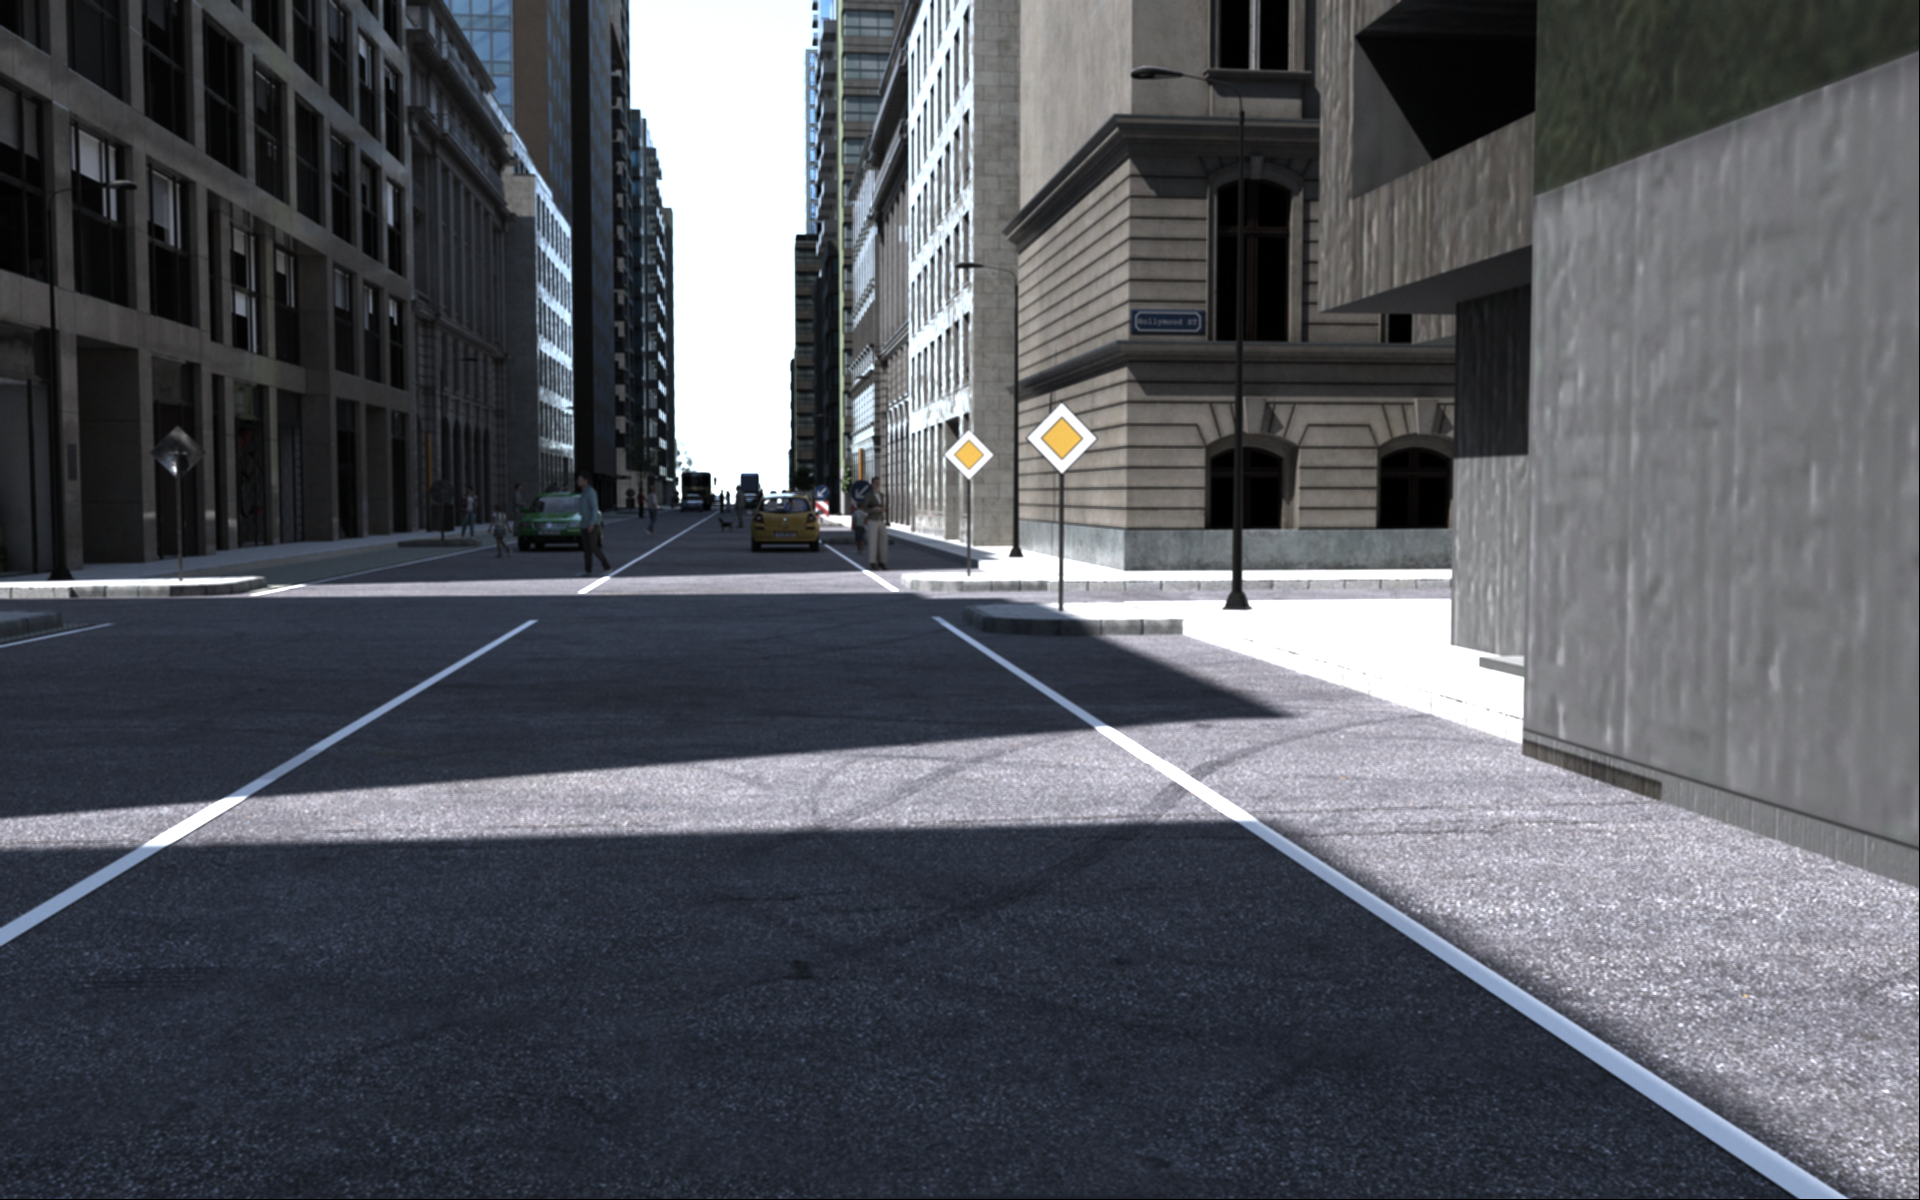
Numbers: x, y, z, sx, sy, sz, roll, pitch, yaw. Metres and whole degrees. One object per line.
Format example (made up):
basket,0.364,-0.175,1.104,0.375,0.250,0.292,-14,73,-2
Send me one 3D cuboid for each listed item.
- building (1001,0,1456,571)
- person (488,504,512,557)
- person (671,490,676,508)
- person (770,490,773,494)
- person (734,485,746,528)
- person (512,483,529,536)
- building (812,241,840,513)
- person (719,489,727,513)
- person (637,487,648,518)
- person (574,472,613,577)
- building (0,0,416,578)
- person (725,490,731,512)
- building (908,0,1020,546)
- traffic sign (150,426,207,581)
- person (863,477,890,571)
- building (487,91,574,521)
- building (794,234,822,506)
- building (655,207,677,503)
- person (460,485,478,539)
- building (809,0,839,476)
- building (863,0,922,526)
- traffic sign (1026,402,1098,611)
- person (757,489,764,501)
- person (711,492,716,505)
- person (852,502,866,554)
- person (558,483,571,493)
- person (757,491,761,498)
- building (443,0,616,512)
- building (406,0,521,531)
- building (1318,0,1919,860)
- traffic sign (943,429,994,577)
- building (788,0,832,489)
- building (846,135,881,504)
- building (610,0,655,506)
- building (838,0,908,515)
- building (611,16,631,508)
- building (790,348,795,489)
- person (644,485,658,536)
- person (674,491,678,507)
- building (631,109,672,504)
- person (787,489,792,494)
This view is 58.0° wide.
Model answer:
building,18.904,-13.215,35.147,34.723,24.649,14.460,0,4,-7
person,-10.430,-1.573,39.230,0.382,1.210,0.505,3,5,40
person,-28.919,-10.195,175.053,0.599,1.838,0.709,0,4,5
person,-19.163,-10.345,177.506,0.599,1.838,0.709,2,4,27
person,-9.438,-4.011,74.180,0.391,1.810,0.635,1,4,17
person,-14.806,-3.038,58.369,0.583,1.804,0.606,-1,4,-18
building,2.957,-17.694,134.344,27.650,21.520,28.899,0,4,-7
person,-18.288,-7.628,133.350,0.705,1.807,1.348,1,4,13
person,-18.893,-5.771,102.794,0.705,1.831,1.348,1,4,15
person,-6.357,-1.315,30.014,0.620,1.820,0.660,-2,4,-32
building,-25.887,-14.391,39.811,19.350,26.468,34.151,0,4,-7
person,-18.578,-7.917,138.614,0.621,1.740,0.551,-3,4,-36
building,4.454,-11.980,50.618,10.420,20.320,16.860,0,4,-7
traffic sign,-11.475,-1.334,25.453,0.795,2.450,0.064,0,4,-7
person,-1.552,-1.429,32.420,0.519,1.759,0.362,-3,5,-43
building,-26.363,-14.407,90.300,10.420,20.320,16.860,0,4,-7
building,-11.566,-25.857,194.456,14.160,30.474,14.107,0,4,-7
building,-46.759,-33.983,239.211,14.154,41.232,14.086,0,4,-7
person,-15.438,-2.761,54.483,0.563,1.720,0.643,-2,4,-27
building,-2.038,-33.221,162.776,23.786,49.044,30.456,0,4,-7
building,3.422,-14.059,71.671,13.314,21.916,24.055,0,4,-7
traffic sign,1.105,-0.935,18.922,0.795,2.450,0.064,0,4,-7
person,-14.308,-7.108,124.677,0.705,1.831,1.348,-2,4,-27
person,-31.298,-12.863,219.368,0.990,1.755,0.434,2,4,28
person,-2.425,-1.731,41.485,0.332,1.250,0.352,1,4,11
person,-14.490,-3.379,63.616,0.638,1.841,0.748,0,4,4
person,-19.997,-9.957,172.031,0.721,1.736,1.217,2,4,35
building,-34.658,-29.676,135.308,14.600,45.320,14.200,0,4,-7
building,-25.822,-13.910,69.223,13.314,21.916,24.055,0,4,-7
building,9.804,-14.667,11.515,14.160,30.474,14.107,0,4,-7
traffic sign,0.135,-1.419,26.848,0.795,2.450,0.064,0,4,-7
building,-12.982,-56.981,244.311,22.319,86.520,31.000,0,4,-7
building,-0.685,-14.930,93.253,9.793,20.994,18.267,0,4,-7
building,-44.487,-45.994,190.259,20.563,71.187,20.611,0,4,-7
building,-0.887,-26.181,111.662,14.154,41.232,14.086,0,4,-7
building,-41.593,-30.673,156.132,22.147,44.769,28.867,0,4,-7
building,-7.063,-22.744,216.901,27.650,21.520,28.899,0,4,-7
person,-10.635,-3.089,59.685,0.731,1.740,0.598,3,4,39
person,-30.974,-10.944,188.227,0.721,1.735,1.217,-3,4,-36
building,-48.500,-36.484,216.121,23.786,49.044,30.456,0,4,-7
person,-10.473,-6.035,107.687,0.721,1.766,1.217,-1,4,-14
